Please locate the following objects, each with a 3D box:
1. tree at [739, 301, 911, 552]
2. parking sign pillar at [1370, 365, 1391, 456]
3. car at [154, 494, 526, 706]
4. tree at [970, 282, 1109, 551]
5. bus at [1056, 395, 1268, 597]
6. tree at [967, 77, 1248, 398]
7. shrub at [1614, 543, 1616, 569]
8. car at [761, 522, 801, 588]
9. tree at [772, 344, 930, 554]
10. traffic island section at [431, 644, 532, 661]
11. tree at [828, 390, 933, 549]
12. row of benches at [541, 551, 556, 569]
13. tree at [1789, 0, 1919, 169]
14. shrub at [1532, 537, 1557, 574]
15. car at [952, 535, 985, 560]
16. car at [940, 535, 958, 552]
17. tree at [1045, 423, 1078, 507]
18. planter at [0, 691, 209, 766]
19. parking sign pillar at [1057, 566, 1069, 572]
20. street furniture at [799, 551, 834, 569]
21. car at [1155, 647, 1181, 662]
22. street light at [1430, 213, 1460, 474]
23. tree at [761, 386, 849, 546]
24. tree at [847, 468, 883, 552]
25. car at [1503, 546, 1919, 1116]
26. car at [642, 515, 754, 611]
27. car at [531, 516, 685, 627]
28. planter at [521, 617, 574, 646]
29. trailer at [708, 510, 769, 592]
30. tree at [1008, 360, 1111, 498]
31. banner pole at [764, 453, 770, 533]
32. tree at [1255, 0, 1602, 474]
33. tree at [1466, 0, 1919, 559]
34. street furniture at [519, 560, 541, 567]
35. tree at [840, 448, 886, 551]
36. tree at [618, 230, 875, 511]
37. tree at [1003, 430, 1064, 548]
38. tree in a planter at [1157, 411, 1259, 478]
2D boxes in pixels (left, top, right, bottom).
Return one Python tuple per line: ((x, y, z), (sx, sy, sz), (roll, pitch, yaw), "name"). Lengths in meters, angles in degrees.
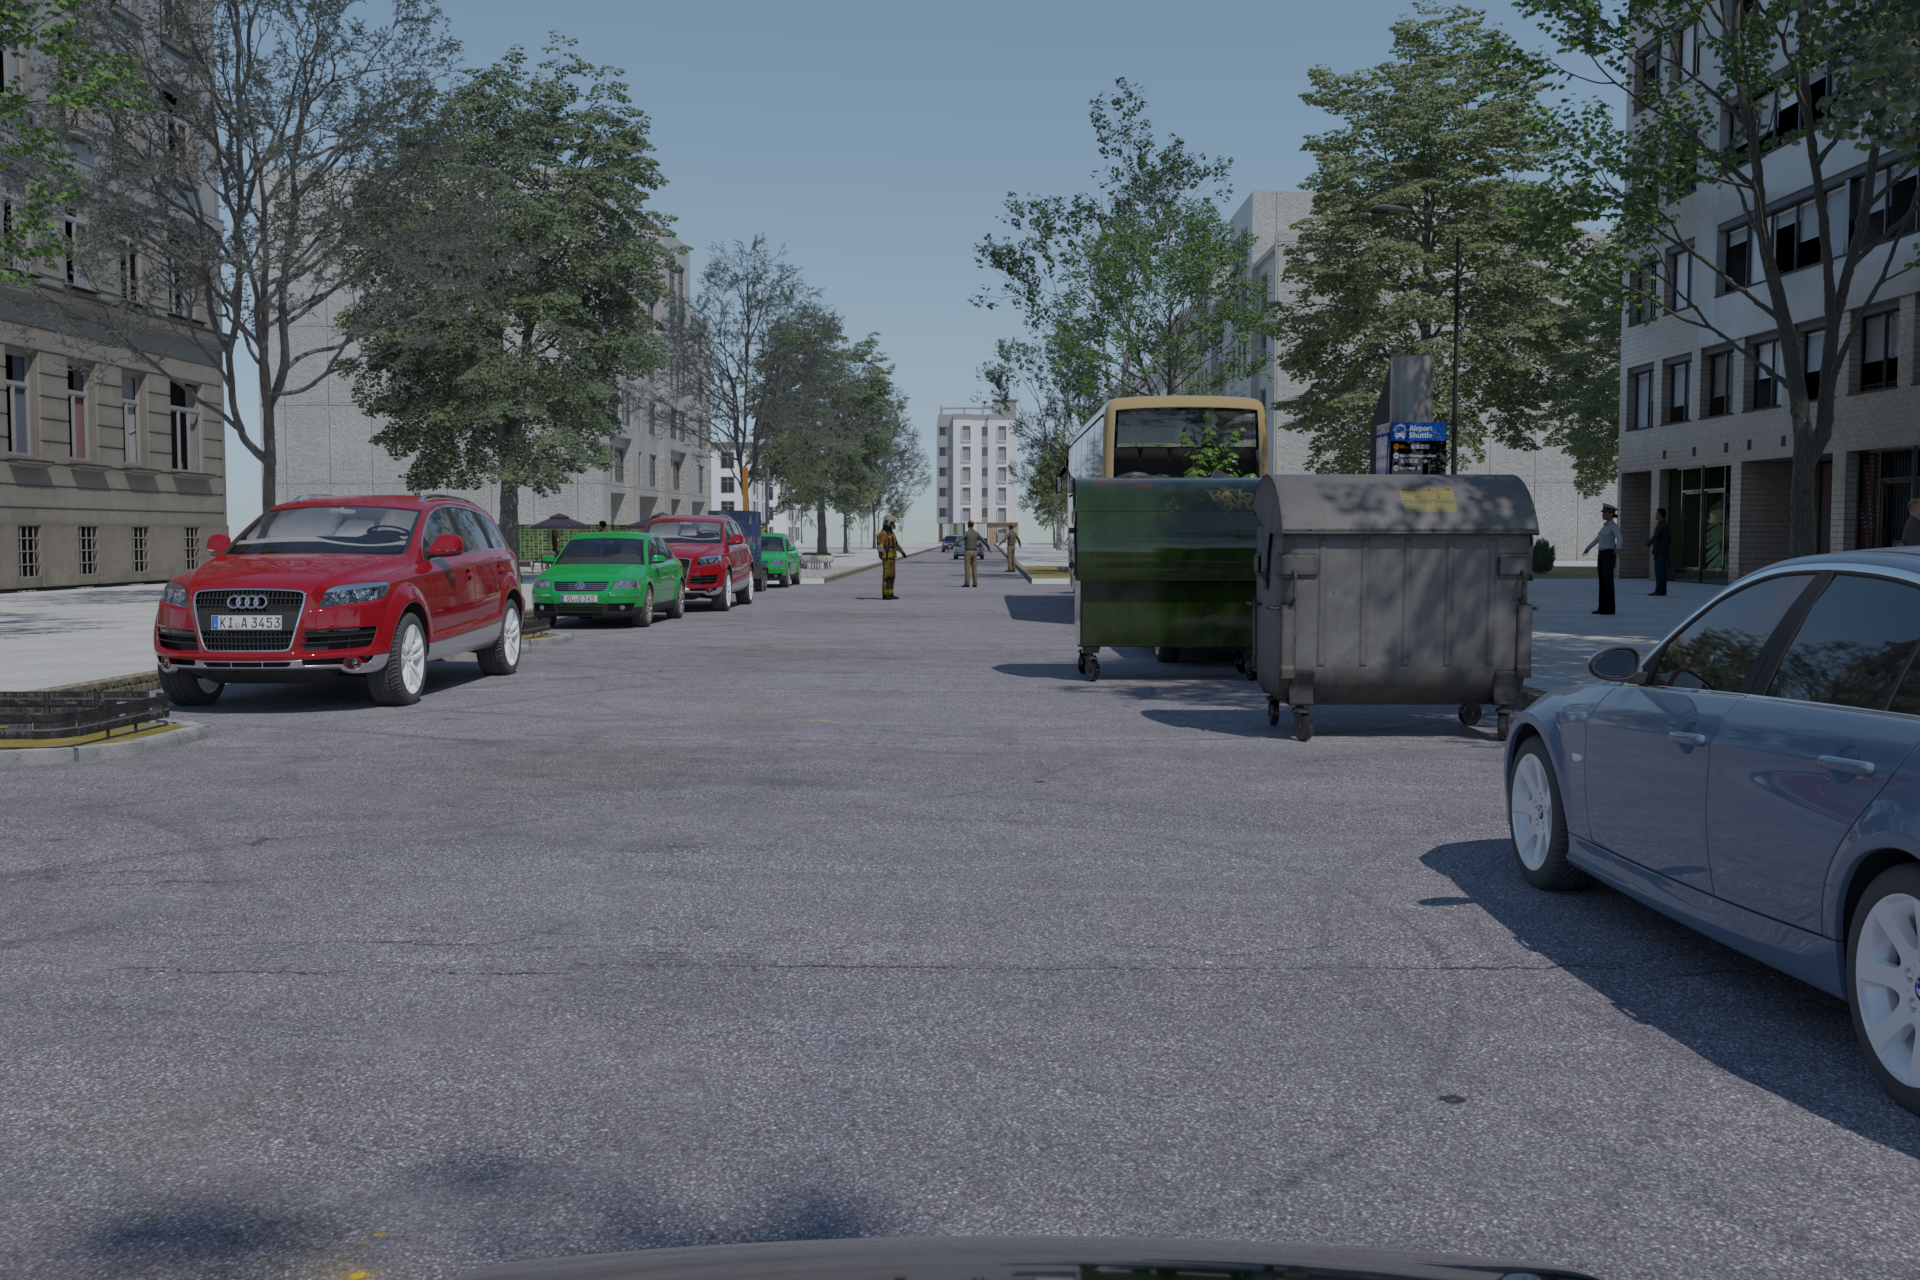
((-7.539, -11.473, 94.242), (9.857, 13.997, 8.962), (0, 3, 0), "tree")
((7.064, -2.442, 28.402), (1.447, 3.967, 1.447), (0, 4, 1), "parking sign pillar")
((-5.567, -0.457, 16.138), (2.281, 1.827, 5.304), (0, 4, 0), "car")
((7.128, -16.950, 133.021), (12.611, 20.169, 13.585), (0, 3, 0), "tree")
((3.522, -2.511, 32.599), (2.896, 3.916, 12.252), (0, 4, 1), "bus")
((6.367, -13.392, 74.845), (12.611, 20.169, 13.585), (0, 3, 0), "tree")
((24.224, -3.204, 63.495), (1.383, 1.207, 1.383), (0, 3, 0), "shrub")
((-5.433, -2.382, 47.743), (1.959, 1.807, 4.718), (0, 4, 1), "car")
((-7.565, -12.390, 112.943), (12.009, 13.543, 11.850), (0, 3, 0), "tree")
((-6.176, 0.146, 20.484), (1.991, 0.108, 1.994), (0, 4, 1), "traffic island section")
((-7.332, -14.541, 148.117), (12.009, 13.543, 11.850), (0, 3, 0), "tree")
((-14.658, -2.914, 63.108), (1.422, 0.672, 4.104), (-1, 4, -22), "row of benches")
((9.374, -6.329, 10.129), (9.857, 13.997, 8.962), (0, 3, 0), "tree")
((18.848, -2.755, 56.169), (1.383, 1.207, 1.383), (0, 3, 0), "shrub")
((0.512, -5.294, 98.556), (2.014, 1.417, 4.499), (0, 4, 1), "car")
((-0.579, -7.598, 136.804), (1.945, 1.354, 3.894), (0, 4, 0), "car")
((7.304, -9.711, 109.133), (4.360, 8.622, 3.978), (0, 3, 0), "tree")
((-6.274, 0.578, 11.687), (1.991, 0.319, 1.994), (0, 4, 1), "planter")
((4.021, -4.308, 58.909), (1.447, 3.967, 1.447), (0, 4, 2), "parking sign pillar")
((-8.489, -3.054, 65.562), (5.734, 0.657, 10.072), (-2, 4, -25), "street furniture")
((3.085, -0.731, 20.747), (1.959, 1.807, 4.718), (0, 4, 0), "car")
((7.562, -3.181, 24.554), (1.470, 5.913, 1.316), (0, 4, 1), "street light")
((-8.197, -8.112, 83.000), (4.360, 8.622, 3.978), (0, 3, 0), "tree")
((-7.664, -10.564, 123.080), (4.737, 8.622, 4.395), (0, 3, 0), "tree")
((3.183, 0.397, 5.519), (2.014, 1.417, 4.499), (0, 4, 0), "car")
((-5.275, -1.540, 33.847), (2.281, 1.827, 5.304), (0, 4, 1), "car")
((-5.630, -1.179, 28.066), (1.959, 1.807, 4.718), (0, 4, 1), "car")
((-6.203, -0.105, 22.858), (1.991, 0.319, 1.994), (0, 4, 1), "planter")
((-5.608, -2.176, 42.623), (1.471, 1.999, 3.904), (0, 4, 1), "trailer")
((7.002, -9.625, 91.783), (8.767, 10.594, 7.601), (-2, 4, -32), "tree")
((-5.990, -3.910, 53.945), (0.401, 3.779, 0.863), (0, 4, 3), "banner pole")
((10.206, -7.283, 37.198), (7.486, 12.596, 7.792), (0, 3, 0), "tree")
((9.780, -5.747, 19.727), (9.928, 11.665, 9.643), (0, 3, 0), "tree")
((-21.901, -3.655, 66.609), (9.812, 1.723, 11.010), (1, 4, 19), "street furniture")
((-7.543, -11.121, 132.190), (4.737, 8.622, 4.395), (0, 3, 0), "tree")
((-8.751, -9.808, 70.726), (12.009, 13.543, 11.850), (0, 3, 0), "tree")
((8.237, -13.457, 154.437), (7.601, 10.594, 8.767), (3, 5, 42), "tree")
((3.622, -1.706, 25.122), (1.991, 3.239, 1.994), (0, 4, 0), "tree in a planter")
